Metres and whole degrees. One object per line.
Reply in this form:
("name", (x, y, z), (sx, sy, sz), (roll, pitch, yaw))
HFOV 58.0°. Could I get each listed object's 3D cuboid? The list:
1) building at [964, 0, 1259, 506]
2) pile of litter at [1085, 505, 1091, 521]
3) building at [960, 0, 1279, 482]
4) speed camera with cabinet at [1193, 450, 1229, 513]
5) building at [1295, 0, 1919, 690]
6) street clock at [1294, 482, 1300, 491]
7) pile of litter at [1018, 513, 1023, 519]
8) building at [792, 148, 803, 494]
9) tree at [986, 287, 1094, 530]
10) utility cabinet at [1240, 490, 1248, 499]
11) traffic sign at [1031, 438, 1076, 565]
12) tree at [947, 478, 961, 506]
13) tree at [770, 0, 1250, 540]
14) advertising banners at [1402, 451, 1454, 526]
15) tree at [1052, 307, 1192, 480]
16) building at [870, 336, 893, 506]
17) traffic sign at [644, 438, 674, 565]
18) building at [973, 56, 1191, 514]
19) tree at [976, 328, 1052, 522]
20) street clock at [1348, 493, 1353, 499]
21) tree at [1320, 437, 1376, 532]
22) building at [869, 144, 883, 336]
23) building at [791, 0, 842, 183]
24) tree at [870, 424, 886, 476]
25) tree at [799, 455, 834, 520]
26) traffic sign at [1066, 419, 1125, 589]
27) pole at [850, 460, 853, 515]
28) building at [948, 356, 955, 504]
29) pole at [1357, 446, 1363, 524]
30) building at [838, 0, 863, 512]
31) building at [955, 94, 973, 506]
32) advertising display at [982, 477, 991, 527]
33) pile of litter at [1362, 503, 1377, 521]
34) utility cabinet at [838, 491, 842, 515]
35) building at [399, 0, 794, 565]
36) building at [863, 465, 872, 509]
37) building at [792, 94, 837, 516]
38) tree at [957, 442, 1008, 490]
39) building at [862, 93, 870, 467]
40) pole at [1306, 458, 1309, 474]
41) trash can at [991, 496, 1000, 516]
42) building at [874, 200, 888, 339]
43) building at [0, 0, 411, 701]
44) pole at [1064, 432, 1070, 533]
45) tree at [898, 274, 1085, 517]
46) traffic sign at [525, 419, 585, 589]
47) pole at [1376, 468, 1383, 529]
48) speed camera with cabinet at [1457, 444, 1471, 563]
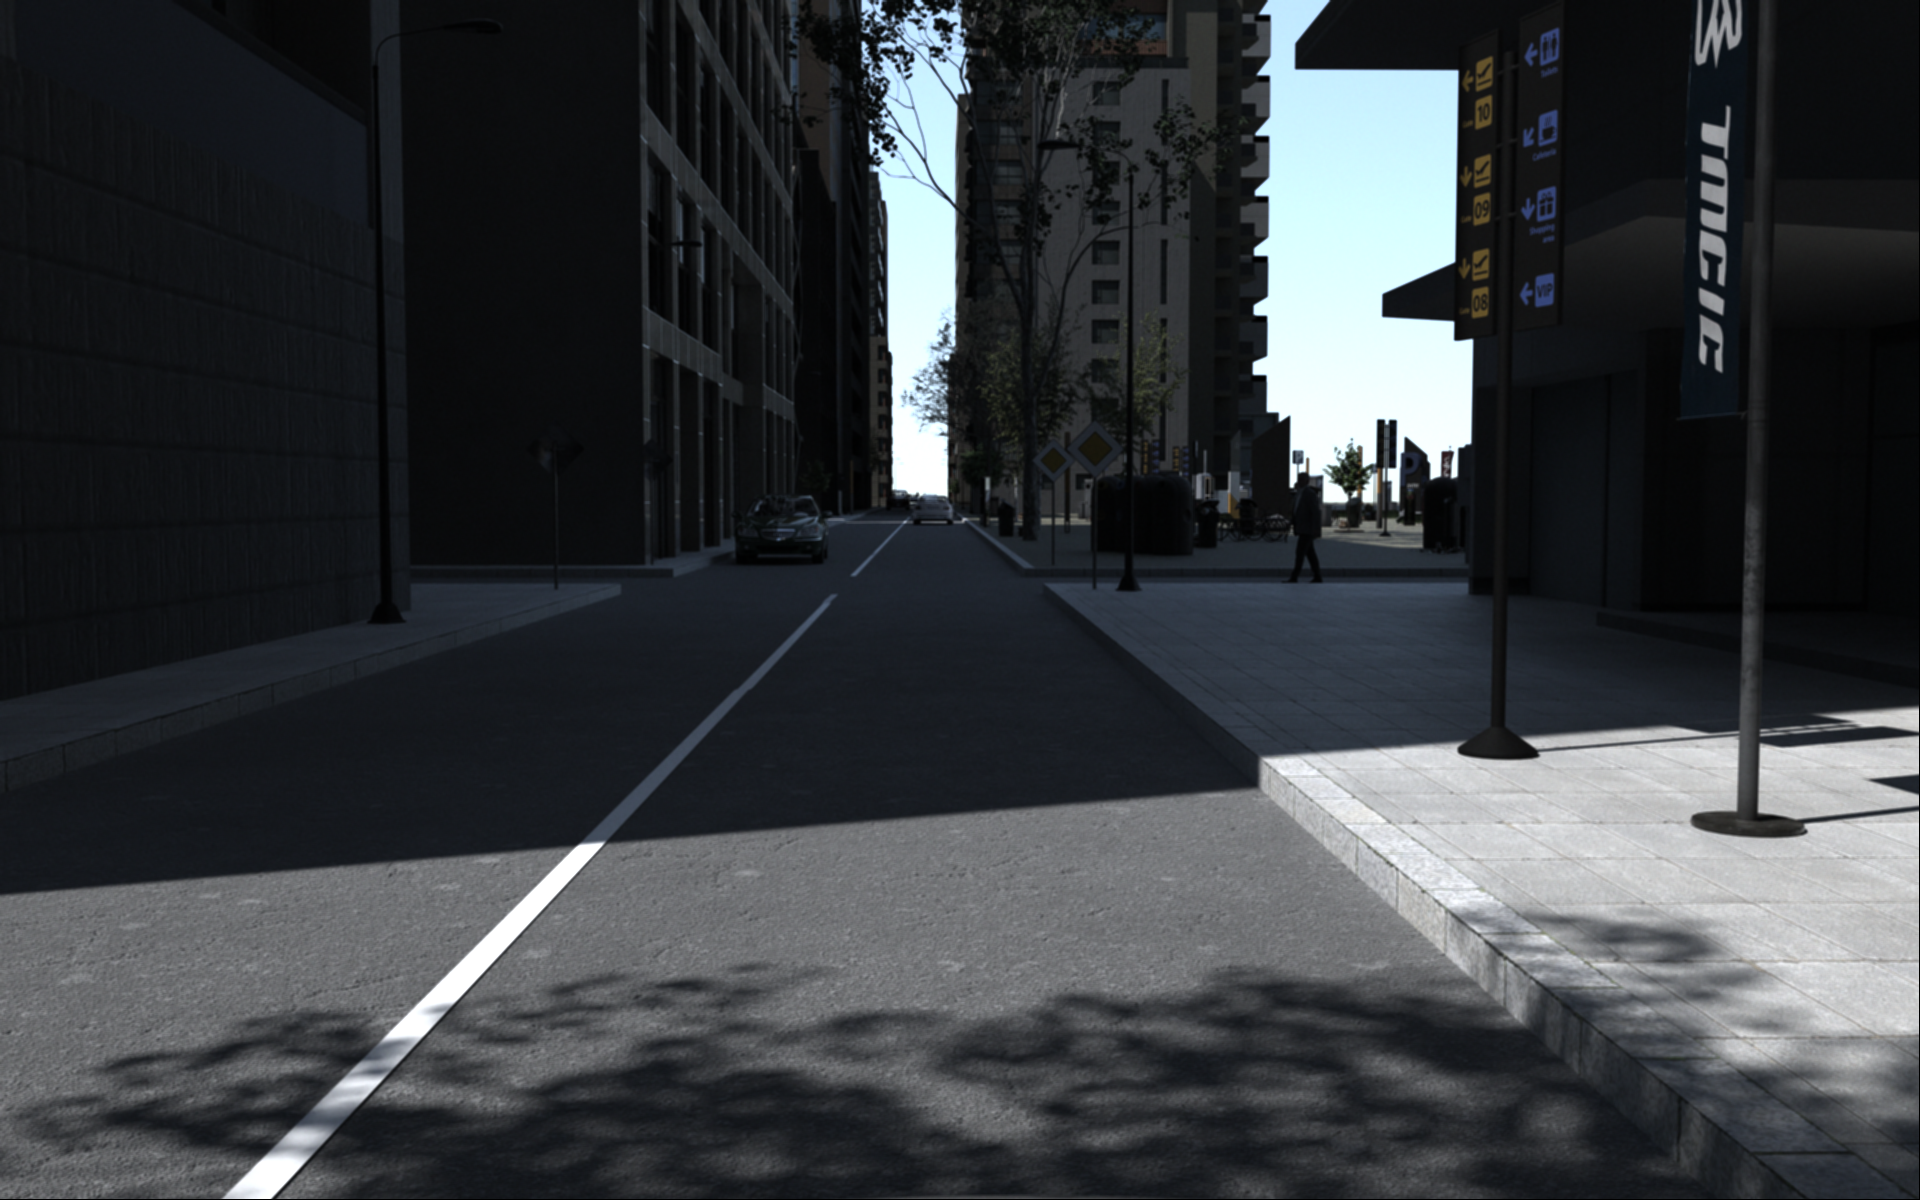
("building", (11.503, -29.649, 139.382), (22.147, 44.769, 28.867), (0, 4, -1))
("pile of litter", (6.678, -4.234, 83.198), (1.176, 0.858, 1.719), (-1, 4, -17))
("building", (14.621, -35.417, 168.307), (28.713, 52.752, 27.495), (0, 4, -1))
("speed camera with cabinet", (11.498, -5.171, 78.884), (2.038, 3.252, 0.660), (-3, 5, -39))
("building", (17.811, -25.651, 8.636), (28.713, 52.752, 27.495), (0, 4, -1))
("street clock", (20.758, -6.237, 106.548), (0.358, 2.002, 0.471), (3, 5, 43))
("pile of litter", (3.343, -4.605, 89.255), (1.719, 0.858, 1.176), (-2, 4, -34))
("building", (-15.203, -12.588, 73.272), (16.820, 18.784, 16.811), (0, 4, -1))
("tree", (2.836, -6.847, 62.315), (4.360, 8.622, 3.978), (0, 3, 0))
("utility cabinet", (15.729, -5.478, 98.237), (1.173, 1.500, 0.318), (-1, 4, -11))
("traffic sign", (1.687, -1.693, 31.322), (0.795, 2.450, 0.064), (0, 4, -1))
("tree", (-0.358, -11.970, 190.317), (1.663, 3.219, 1.824), (0, 3, 0))
("tree", (1.186, -11.645, 46.291), (12.611, 20.169, 13.585), (0, 3, 0))
("advertising banners", (18.998, -4.532, 70.293), (2.074, 3.025, 0.090), (0, 4, 2))
("tree", (6.846, -7.176, 67.692), (4.737, 8.622, 4.395), (0, 3, 0))
("building", (-22.078, -21.967, 204.206), (27.650, 21.520, 28.899), (0, 4, -1))
("traffic sign", (-5.557, -1.687, 31.226), (0.795, 2.450, 0.064), (0, 4, -1))
("building", (7.853, -21.199, 118.310), (14.160, 30.474, 14.107), (0, 4, -1))
("tree", (2.774, -7.808, 78.026), (4.737, 8.622, 4.395), (0, 3, 0))
("street clock", (22.975, -5.958, 101.982), (0.358, 2.002, 0.471), (3, 5, 42))
("tree", (13.284, -3.911, 58.544), (1.663, 3.219, 1.824), (0, 3, 0))
("building", (-21.742, -37.516, 232.997), (23.786, 49.044, 30.456), (0, 4, -1))
("building", (-15.016, -28.327, 113.253), (14.600, 45.320, 14.200), (0, 4, -1))
("tree", (-9.677, -14.189, 182.344), (4.737, 8.622, 4.395), (0, 3, 0))
("tree", (-6.935, -5.523, 84.907), (1.663, 3.219, 1.824), (0, 3, 0))
("traffic sign", (1.815, -1.205, 23.338), (0.795, 2.450, 0.064), (0, 4, -1))
("pole", (-6.572, -6.794, 104.922), (0.158, 3.312, 0.155), (0, 3, 0))
("building", (12.325, -23.401, 227.641), (27.650, 21.520, 28.899), (0, 4, -1))
("pole", (16.975, -4.874, 73.533), (0.158, 3.312, 0.155), (0, 3, 0))
("building", (-18.505, -31.068, 131.661), (21.300, 48.544, 21.600), (0, 4, -1))
("building", (10.228, -35.330, 201.353), (21.300, 48.544, 21.600), (0, 4, -1))
("advertising display", (1.023, -3.775, 66.932), (0.123, 1.923, 0.974), (1, 4, 13))
("pile of litter", (19.349, -4.201, 82.650), (1.719, 0.858, 1.176), (0, 4, 0))
("utility cabinet", (-7.490, -5.880, 104.819), (0.318, 1.500, 1.173), (-2, 4, -26))
("building", (-15.564, -14.850, 47.312), (19.350, 26.468, 34.151), (0, 4, -1))
("building", (-18.250, -43.681, 152.443), (20.563, 71.187, 20.611), (0, 4, -1))
("building", (-13.363, -16.230, 95.040), (12.332, 23.373, 15.834), (0, 4, -1))
("tree", (1.466, -7.713, 109.824), (4.285, 4.588, 4.351), (0, 3, 0))
("building", (-16.172, -29.831, 171.330), (14.154, 41.232, 14.086), (0, 4, -1))
("pole", (19.368, -6.283, 96.577), (0.158, 3.312, 0.155), (0, 3, 0))
("trash can", (2.006, -5.595, 103.124), (0.748, 1.137, 0.748), (0, 3, 0))
("building", (-17.694, -37.086, 256.467), (14.600, 45.320, 14.200), (0, 4, -1))
("building", (-19.996, -28.786, 12.653), (28.212, 58.520, 21.231), (0, 4, -1))
("pole", (3.540, -3.870, 57.114), (0.158, 3.312, 0.155), (0, 3, 0))
("tree", (1.710, -11.368, 96.231), (12.009, 13.543, 11.850), (0, 3, 0))
("traffic sign", (-5.428, -1.199, 23.242), (0.795, 2.450, 0.064), (0, 4, -1))
("pole", (15.579, -4.306, 64.244), (0.158, 3.312, 0.155), (0, 3, 0))
("speed camera with cabinet", (10.145, -2.279, 31.592), (2.038, 3.252, 0.660), (3, 5, 43))
